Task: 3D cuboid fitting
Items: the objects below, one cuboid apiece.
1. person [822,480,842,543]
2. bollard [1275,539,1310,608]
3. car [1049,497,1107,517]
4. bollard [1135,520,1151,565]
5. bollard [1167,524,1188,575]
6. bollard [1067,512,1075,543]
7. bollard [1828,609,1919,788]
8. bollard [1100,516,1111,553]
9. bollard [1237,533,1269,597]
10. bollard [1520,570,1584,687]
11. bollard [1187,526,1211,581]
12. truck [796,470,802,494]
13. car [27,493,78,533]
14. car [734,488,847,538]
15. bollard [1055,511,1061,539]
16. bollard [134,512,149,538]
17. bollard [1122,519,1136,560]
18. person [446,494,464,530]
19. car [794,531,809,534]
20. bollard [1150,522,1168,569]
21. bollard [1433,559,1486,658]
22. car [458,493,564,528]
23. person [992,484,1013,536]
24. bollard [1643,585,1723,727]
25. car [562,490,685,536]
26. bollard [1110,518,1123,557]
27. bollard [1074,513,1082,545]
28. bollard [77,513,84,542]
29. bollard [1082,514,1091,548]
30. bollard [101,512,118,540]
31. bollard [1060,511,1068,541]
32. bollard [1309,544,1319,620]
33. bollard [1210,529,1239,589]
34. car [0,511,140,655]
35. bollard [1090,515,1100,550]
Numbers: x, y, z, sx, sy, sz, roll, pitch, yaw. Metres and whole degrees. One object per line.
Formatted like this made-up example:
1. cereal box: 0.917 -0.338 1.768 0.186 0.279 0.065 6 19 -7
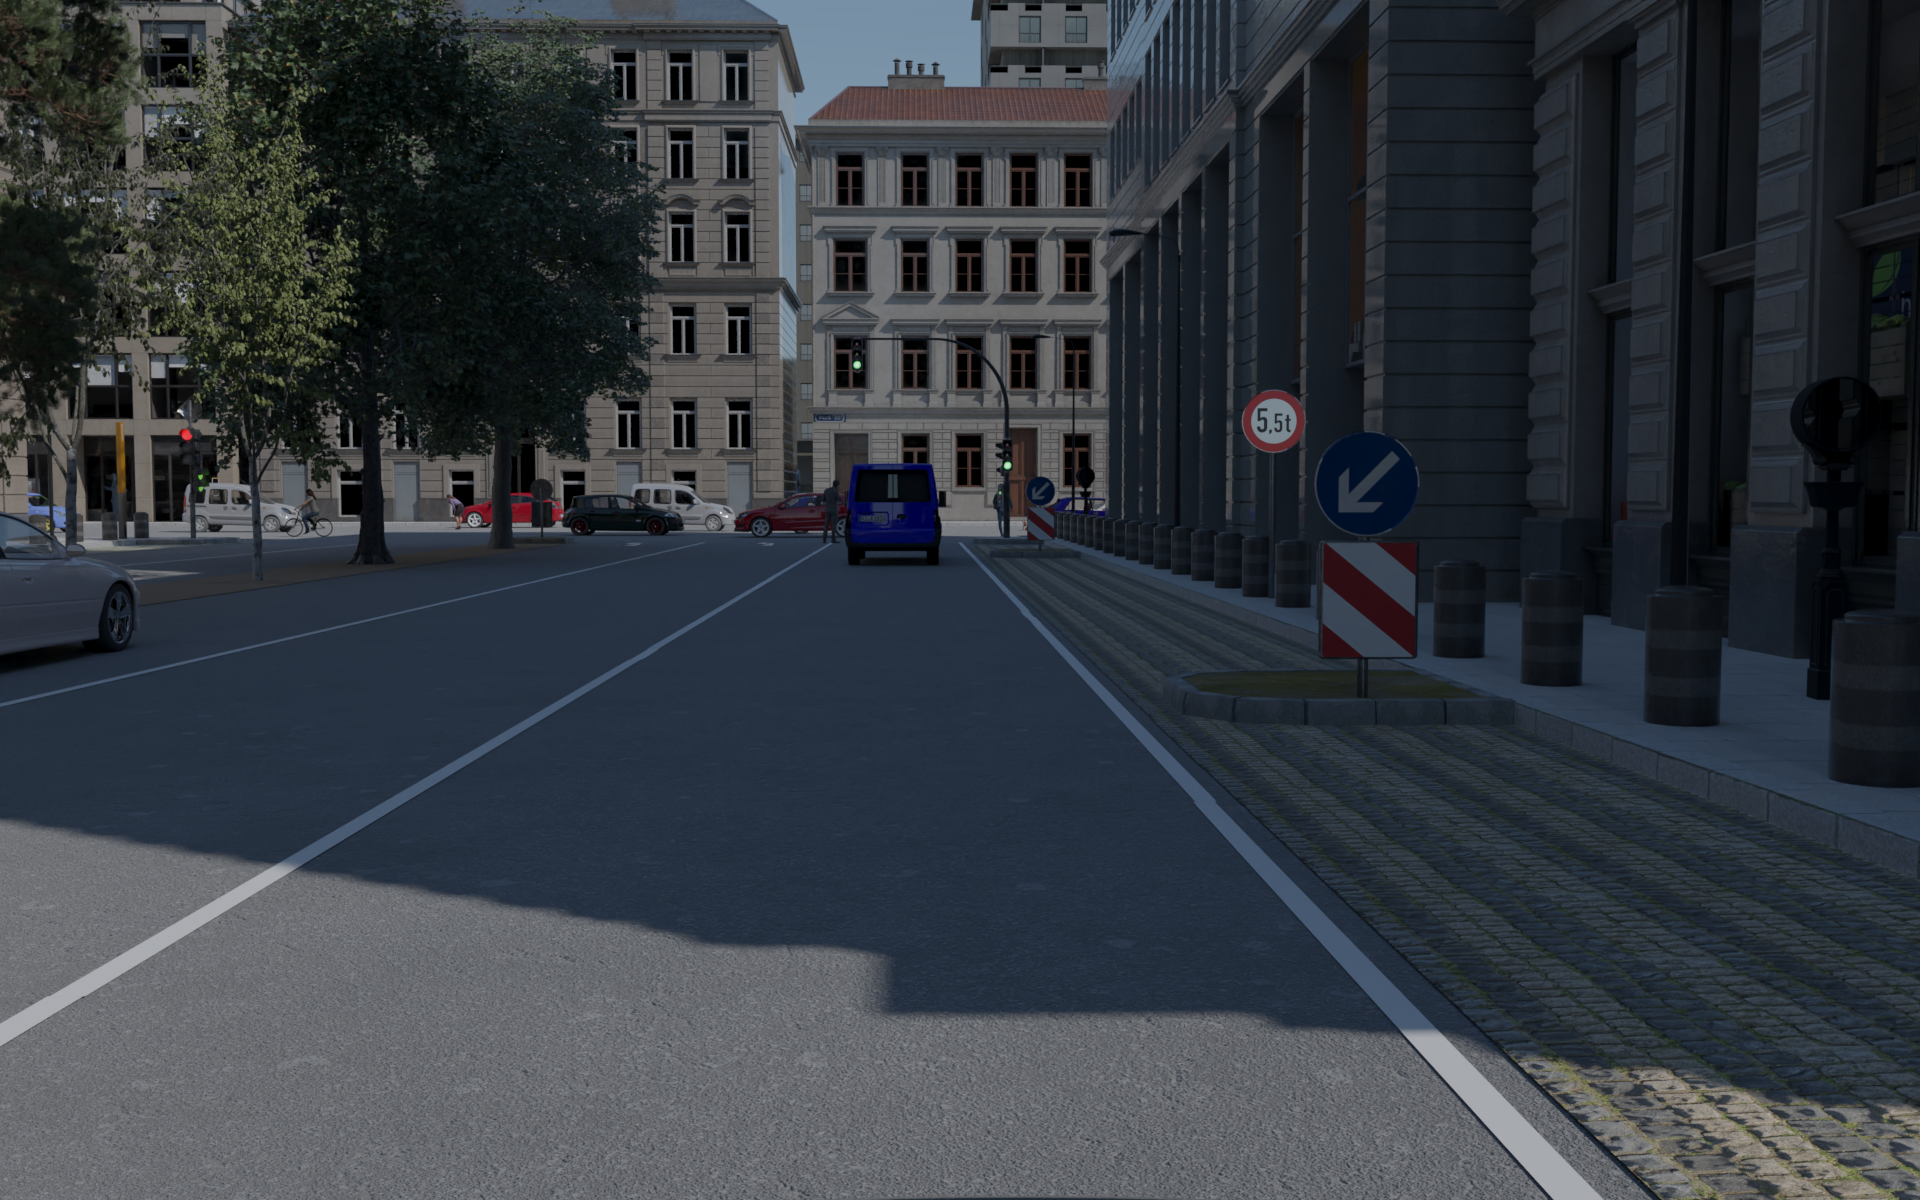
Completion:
1. person: -3.729 -2.579 50.477 0.655 1.846 0.447 2 4 29
2. bollard: 3.788 -0.303 19.679 0.404 0.777 0.398 0 3 0
3. car: 4.699 -2.824 58.756 3.894 1.354 1.945 0 4 -2
4. bollard: 3.468 -1.034 31.622 0.404 0.777 0.398 0 3 0
5. bollard: 3.575 -0.790 27.638 0.404 0.777 0.398 0 3 0
6. bollard: 3.098 -1.887 45.573 0.404 0.777 0.398 0 3 0
7. bollard: 4.106 0.428 7.726 0.404 0.777 0.398 0 3 0
8. bollard: 3.306 -1.400 37.602 0.404 0.777 0.398 0 3 0
9. bollard: 3.734 -0.425 21.665 0.404 0.777 0.398 0 3 0
10. bollard: 4.000 0.185 11.698 0.404 0.777 0.398 0 3 0
11. bollard: 3.630 -0.669 25.652 0.404 0.777 0.398 0 3 0
12. truck: -19.405 -12.810 199.200 2.967 4.110 18.799 0 4 -3
13. car: -34.836 -3.370 64.687 3.694 1.707 1.945 0 4 0
14. car: -5.283 -2.973 57.654 4.494 1.783 2.155 0 4 -3
15. bollard: 2.989 -2.131 49.558 0.404 0.777 0.398 0 3 0
16. bollard: -23.747 -2.173 50.245 0.404 0.777 0.398 0 3 0
17. bollard: 3.415 -1.156 33.614 0.404 0.777 0.398 0 3 0
18. person: -20.335 -3.550 69.769 0.697 1.427 0.421 0 4 4
19. car: -4.469 -3.094 63.167 3.894 1.354 1.945 0 4 -1
20. bollard: 3.518 -0.912 29.636 0.404 0.777 0.398 0 3 0
21. bollard: 3.946 0.063 13.684 0.404 0.777 0.398 0 3 0
22. car: -19.190 -3.965 73.872 4.494 1.783 2.155 0 4 -2
23. person: 1.403 -2.973 57.458 0.623 1.781 0.721 -1 4 -18
24. bollard: 4.053 0.306 9.712 0.404 0.777 0.398 0 3 0
25. car: -11.718 -3.089 60.287 4.222 1.686 2.009 0 4 -2
26. bollard: 3.360 -1.278 35.613 0.404 0.777 0.398 0 3 0
27. bollard: 3.149 -1.766 43.587 0.404 0.777 0.398 0 3 0
28. bollard: -23.641 -1.930 46.273 0.404 0.777 0.398 0 3 0
29. bollard: 3.206 -1.644 41.600 0.404 0.777 0.398 0 3 0
30. bollard: -23.693 -2.052 48.259 0.404 0.777 0.398 0 3 0
31. bollard: 3.045 -2.009 47.559 0.404 0.777 0.398 0 3 0
32. bollard: 3.842 -0.181 17.677 0.404 0.777 0.398 0 3 0
33. bollard: 3.681 -0.547 23.666 0.404 0.777 0.398 0 3 0
34. car: -8.499 -0.115 14.250 2.083 1.381 4.827 0 4 -2
35. bollard: 3.260 -1.521 39.588 0.404 0.777 0.398 0 3 0
